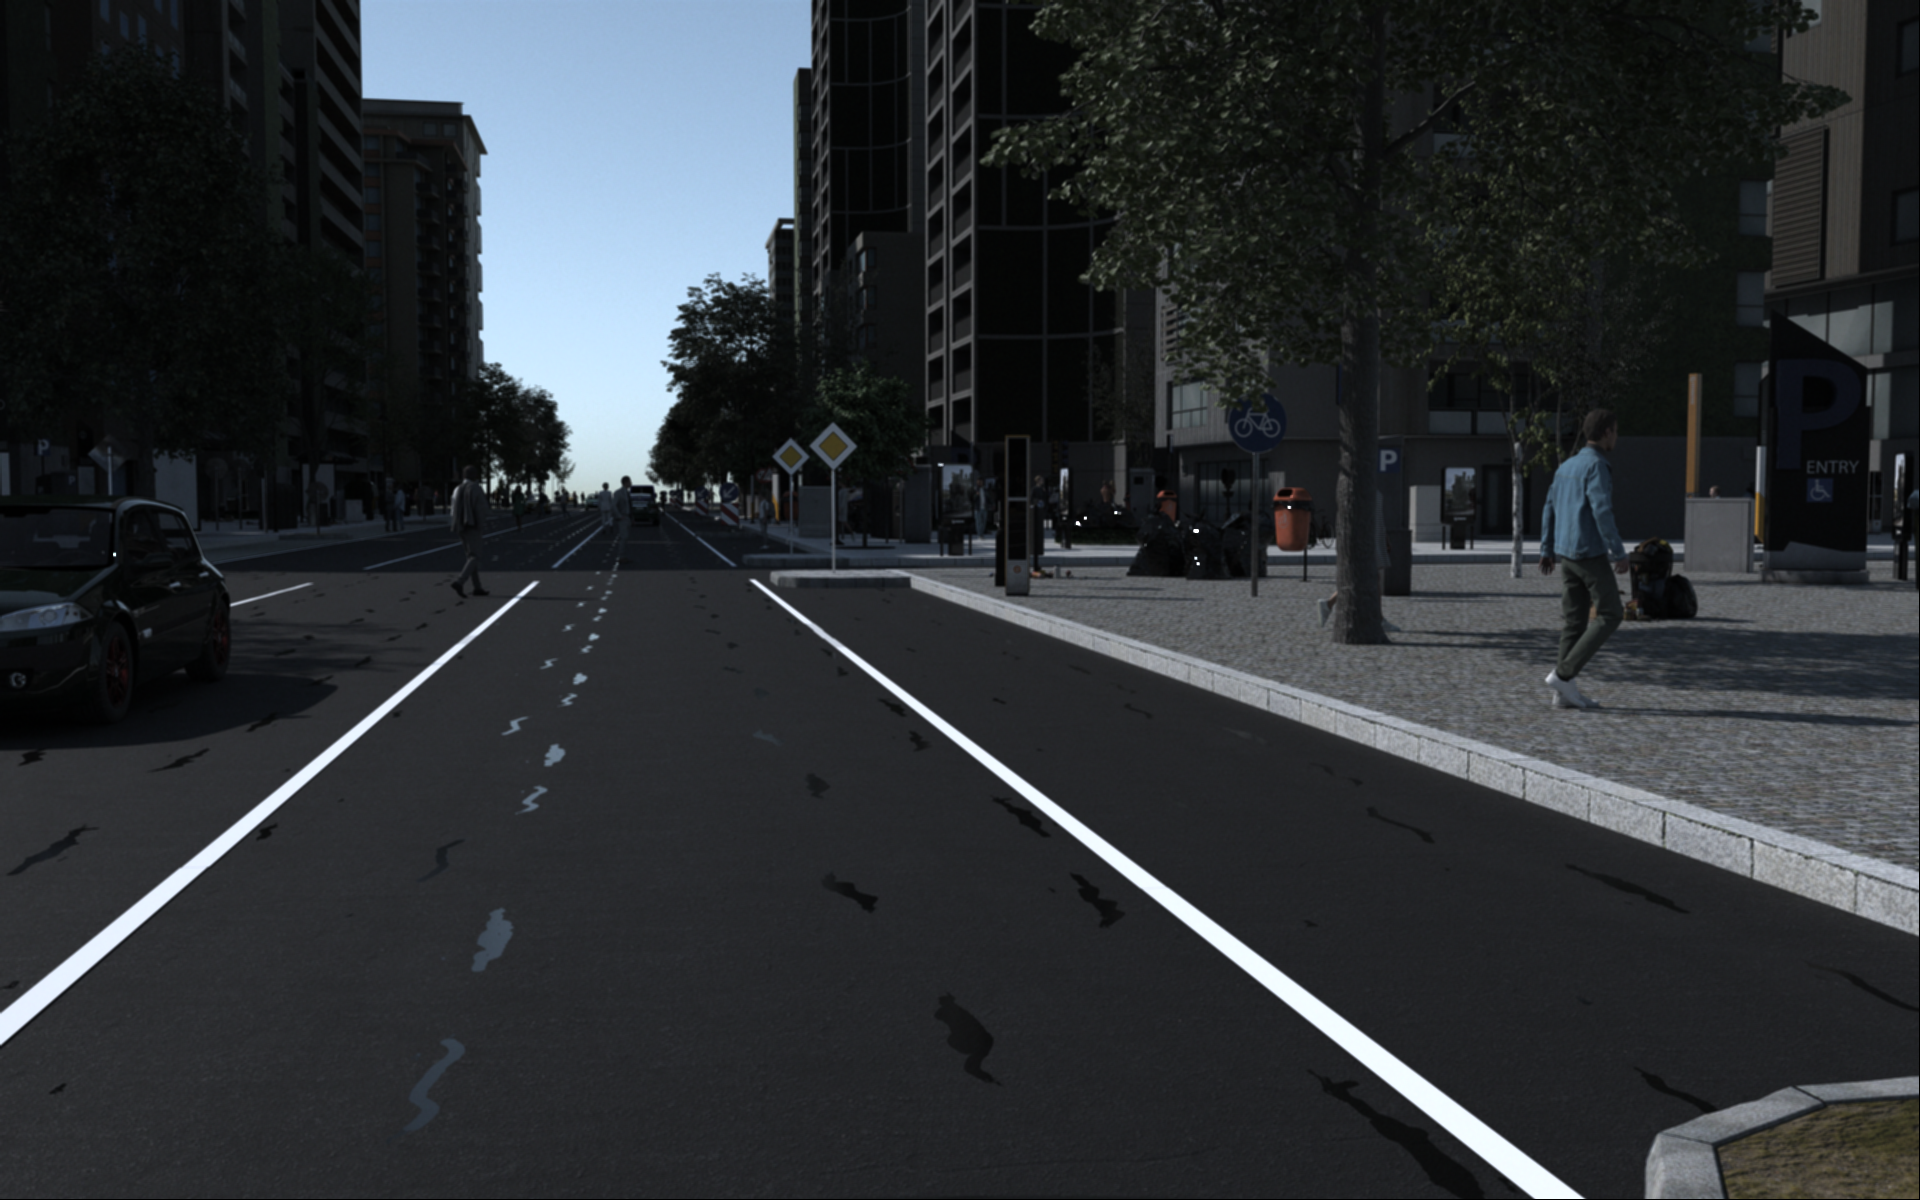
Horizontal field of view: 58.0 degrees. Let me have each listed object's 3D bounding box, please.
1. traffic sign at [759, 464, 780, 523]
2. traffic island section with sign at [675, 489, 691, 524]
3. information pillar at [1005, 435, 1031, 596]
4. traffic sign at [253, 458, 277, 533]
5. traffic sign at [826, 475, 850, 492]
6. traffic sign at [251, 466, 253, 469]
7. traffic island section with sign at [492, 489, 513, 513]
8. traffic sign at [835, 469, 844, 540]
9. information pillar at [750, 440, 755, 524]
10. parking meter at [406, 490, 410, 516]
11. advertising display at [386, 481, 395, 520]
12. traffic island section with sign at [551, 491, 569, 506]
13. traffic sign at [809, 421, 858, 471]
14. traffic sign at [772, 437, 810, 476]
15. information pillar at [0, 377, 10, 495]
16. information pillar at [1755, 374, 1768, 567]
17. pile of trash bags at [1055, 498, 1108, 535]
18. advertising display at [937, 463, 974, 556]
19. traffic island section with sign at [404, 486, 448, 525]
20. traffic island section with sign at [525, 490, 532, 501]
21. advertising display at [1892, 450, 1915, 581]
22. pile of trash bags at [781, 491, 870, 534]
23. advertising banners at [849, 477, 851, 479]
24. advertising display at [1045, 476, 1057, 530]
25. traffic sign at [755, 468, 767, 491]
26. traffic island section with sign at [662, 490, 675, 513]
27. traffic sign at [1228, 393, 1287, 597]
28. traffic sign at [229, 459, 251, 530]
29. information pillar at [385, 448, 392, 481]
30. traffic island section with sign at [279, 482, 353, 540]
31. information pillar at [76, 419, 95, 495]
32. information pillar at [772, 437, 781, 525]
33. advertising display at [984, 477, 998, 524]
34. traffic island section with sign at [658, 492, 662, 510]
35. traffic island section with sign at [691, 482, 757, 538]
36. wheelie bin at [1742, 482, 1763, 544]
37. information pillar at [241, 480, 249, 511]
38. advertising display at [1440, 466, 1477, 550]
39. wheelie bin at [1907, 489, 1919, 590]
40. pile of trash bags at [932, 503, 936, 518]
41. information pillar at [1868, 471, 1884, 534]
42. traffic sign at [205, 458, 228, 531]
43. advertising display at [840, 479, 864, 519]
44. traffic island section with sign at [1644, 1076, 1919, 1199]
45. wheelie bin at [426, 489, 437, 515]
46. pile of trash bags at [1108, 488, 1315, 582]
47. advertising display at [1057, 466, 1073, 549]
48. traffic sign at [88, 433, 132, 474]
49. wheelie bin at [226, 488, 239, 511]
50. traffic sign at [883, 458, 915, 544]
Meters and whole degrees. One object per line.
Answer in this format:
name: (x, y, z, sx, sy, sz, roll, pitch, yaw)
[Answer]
traffic sign: (-8.315, -4.628, 75.666, 0.884, 2.594, 0.081, 0, 4, -8)
traffic island section with sign: (-12.753, -4.642, 84.521, 1.989, 1.847, 2.006, -1, 4, -10)
information pillar: (0.729, -1.060, 21.817, 0.304, 2.012, 0.304, 0, 4, 4)
traffic sign: (-22.778, -3.468, 56.801, 0.768, 2.556, 0.104, -1, 4, -9)
traffic sign: (-4.528, -3.928, 64.225, 0.884, 2.594, 0.081, 0, 4, -1)
traffic sign: (-23.968, -3.659, 59.550, 0.795, 2.593, 0.064, 0, 4, -2)
traffic island section with sign: (-34.432, -7.511, 131.425, 1.989, 1.847, 2.006, -1, 4, -10)
traffic sign: (-3.306, -2.976, 48.769, 0.768, 2.556, 0.104, 0, 4, -2)
information pillar: (-9.041, -5.148, 75.527, 0.183, 3.616, 0.504, 0, 4, 2)
parking meter: (-31.961, -5.600, 99.972, 0.372, 1.533, 0.369, 0, 3, 0)
advertising display: (-28.389, -4.965, 86.386, 0.123, 1.923, 0.974, -3, 4, -38)
traffic island section with sign: (-49.372, -12.475, 212.591, 1.989, 1.847, 2.006, -1, 4, -10)
traffic sign: (-2.008, -1.566, 27.789, 0.795, 2.593, 0.064, -1, 4, -10)
traffic sign: (-3.454, -2.046, 35.642, 0.795, 2.593, 0.064, -1, 4, -10)
information pillar: (-19.239, -2.644, 34.587, 0.504, 3.616, 0.183, -2, 4, -30)
information pillar: (14.103, -2.373, 30.148, 0.504, 3.616, 0.183, -1, 4, -16)
pile of trash bags: (4.462, -2.364, 48.411, 3.447, 1.369, 1.912, -1, 4, -15)
advertising display: (-0.083, -1.880, 35.953, 0.123, 1.923, 0.974, 3, 5, 44)
traffic island section with sign: (-25.337, -4.487, 81.998, 1.989, 1.847, 2.006, -1, 4, -10)
traffic island section with sign: (-39.373, -9.153, 158.286, 1.989, 1.847, 2.006, -1, 4, -10)
advertising display: (14.112, -1.268, 25.940, 0.123, 1.923, 0.974, 1, 4, 20)
pile of trash bags: (-4.033, -2.825, 55.940, 3.447, 1.369, 1.912, 0, 4, -7)
advertising banners: (-5.880, -5.789, 90.842, 0.090, 3.025, 2.074, -1, 4, -12)
advertising display: (3.441, -3.453, 61.667, 0.974, 1.923, 0.123, -3, 4, -38)
traffic sign: (-9.662, -5.189, 84.938, 0.768, 2.556, 0.104, 0, 4, -2)
traffic island section with sign: (-21.805, -7.652, 133.734, 1.989, 1.847, 2.006, -1, 4, -10)
traffic sign: (3.687, -1.315, 21.607, 0.768, 2.556, 0.104, -1, 4, -9)
traffic sign: (-25.952, -3.811, 62.424, 0.768, 2.556, 0.104, 0, 4, -1)
information pillar: (-29.011, -5.906, 87.921, 0.504, 3.616, 0.183, 2, 4, 23)
traffic island section with sign: (-20.305, -2.819, 54.712, 1.989, 1.847, 2.006, -1, 4, -10)
information pillar: (-26.375, -3.725, 52.254, 0.183, 3.616, 0.504, 2, 4, 31)
information pillar: (-7.621, -4.917, 71.748, 0.183, 3.616, 0.504, -2, 4, -33)
advertising display: (1.184, -3.693, 65.602, 0.123, 1.923, 0.974, -2, 4, -26)
traffic island section with sign: (-26.764, -9.294, 160.589, 1.989, 1.847, 2.006, -1, 4, -10)
traffic island section with sign: (-7.870, -3.020, 58.010, 1.989, 1.847, 2.006, -1, 4, -10)
wheelie bin: (20.575, -2.244, 44.596, 0.980, 1.594, 0.693, -1, 4, -12)
information pillar: (-36.618, -5.150, 88.700, 0.304, 2.012, 0.304, 0, 4, -6)
advertising display: (11.535, -2.133, 40.086, 0.974, 1.923, 0.123, -2, 4, -27)
wheelie bin: (13.045, -0.921, 22.960, 0.980, 1.594, 0.693, 0, 4, 2)
pile of trash bags: (-0.015, -4.237, 79.033, 3.447, 1.369, 1.912, -2, 4, -32)
information pillar: (29.272, -3.112, 55.374, 0.304, 2.012, 0.304, 0, 4, 4)
traffic sign: (-25.911, -3.685, 60.362, 0.768, 2.556, 0.104, 0, 4, -3)
advertising display: (-4.491, -4.090, 72.085, 0.974, 1.923, 0.123, 0, 4, 0)
traffic island section with sign: (2.286, 0.358, 2.781, 1.989, 1.847, 2.006, -1, 4, -10)
wheelie bin: (-32.522, -5.998, 105.969, 0.980, 1.594, 0.693, -1, 4, -14)
pile of trash bags: (4.109, -1.020, 26.423, 1.912, 1.369, 3.447, -2, 4, -33)
advertising display: (2.496, -2.170, 40.698, 0.123, 1.923, 0.974, -1, 4, -9)
traffic sign: (-16.337, -1.903, 33.300, 0.795, 2.593, 0.064, -1, 4, -10)
wheelie bin: (-37.567, -5.004, 89.719, 0.980, 1.594, 0.693, 1, 4, 13)
traffic sign: (-1.517, -2.707, 44.264, 0.884, 2.594, 0.081, 0, 4, -1)
